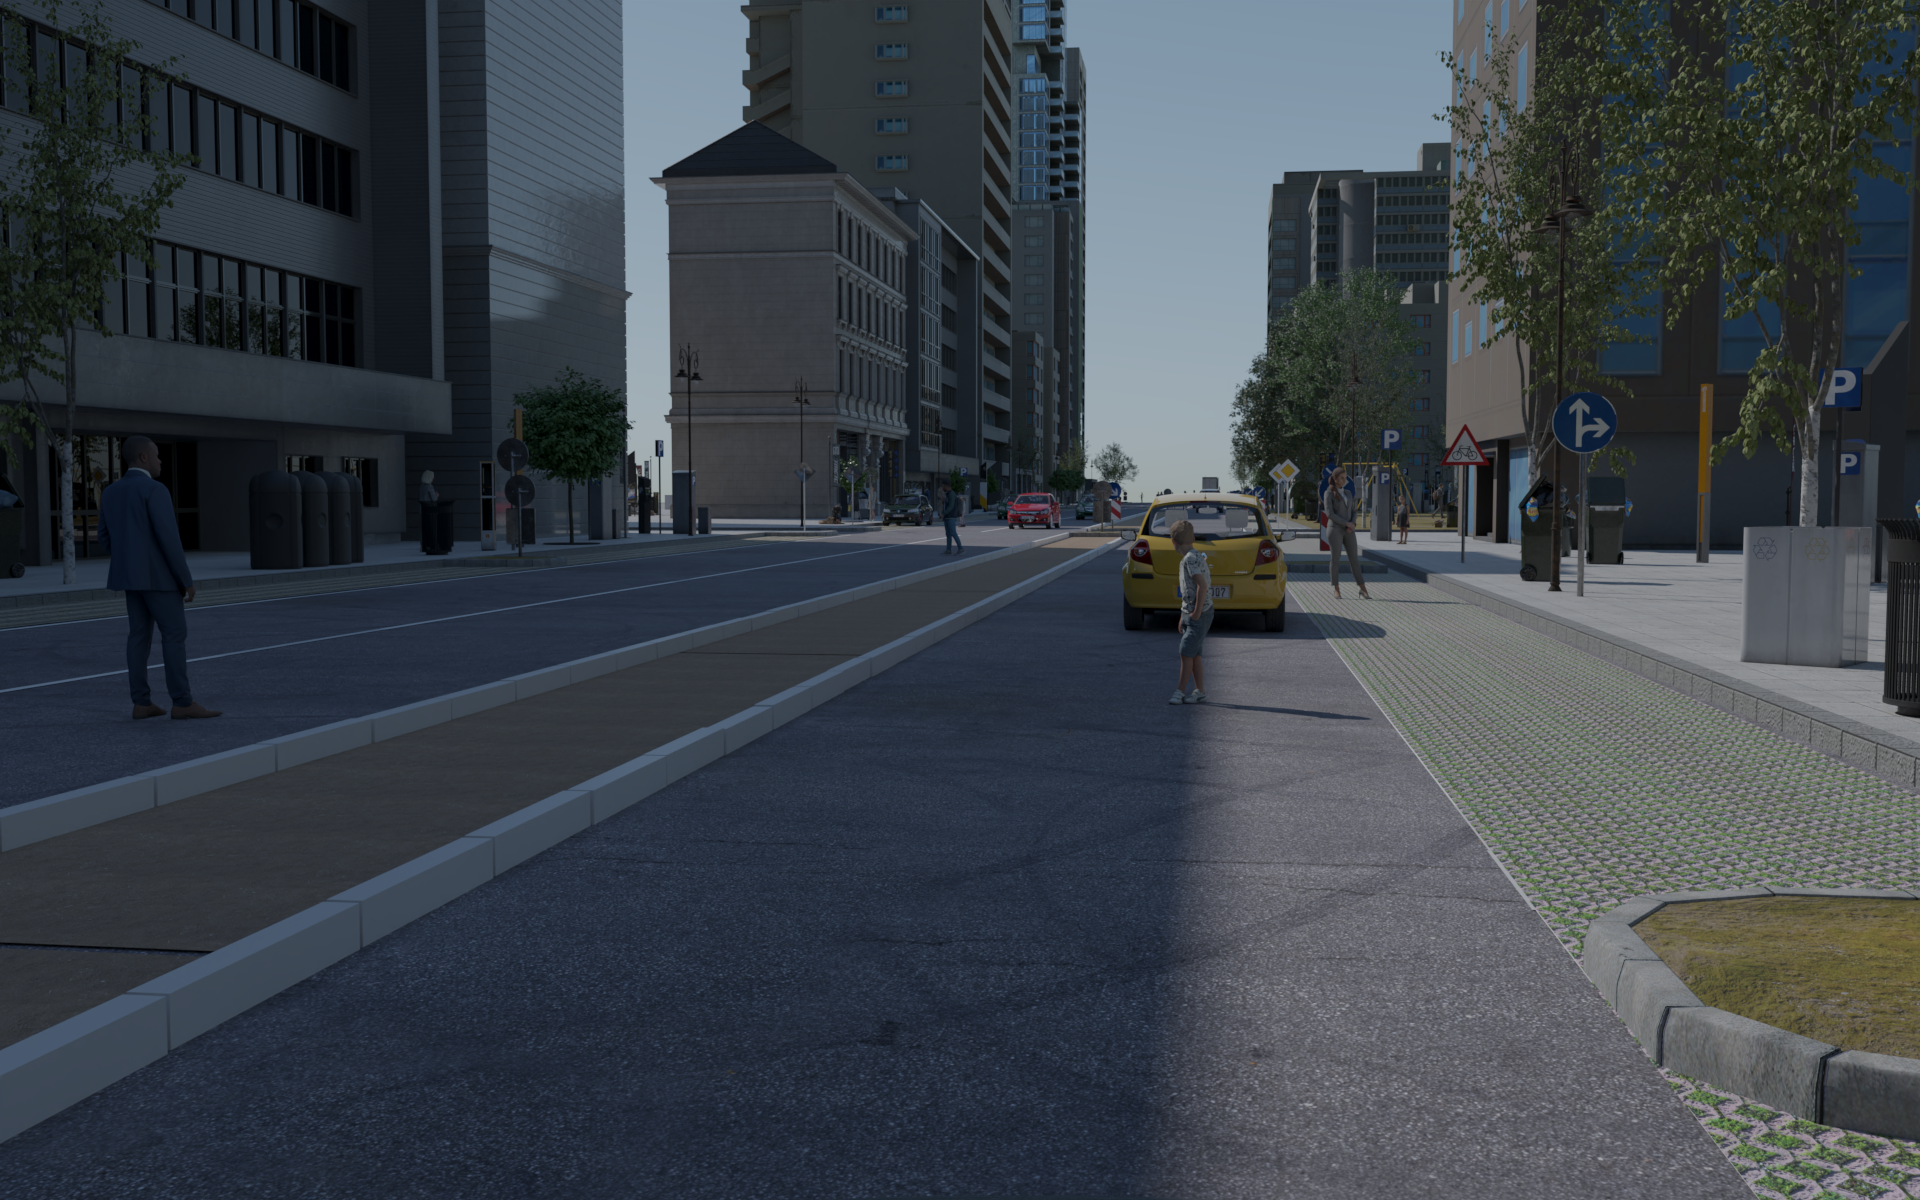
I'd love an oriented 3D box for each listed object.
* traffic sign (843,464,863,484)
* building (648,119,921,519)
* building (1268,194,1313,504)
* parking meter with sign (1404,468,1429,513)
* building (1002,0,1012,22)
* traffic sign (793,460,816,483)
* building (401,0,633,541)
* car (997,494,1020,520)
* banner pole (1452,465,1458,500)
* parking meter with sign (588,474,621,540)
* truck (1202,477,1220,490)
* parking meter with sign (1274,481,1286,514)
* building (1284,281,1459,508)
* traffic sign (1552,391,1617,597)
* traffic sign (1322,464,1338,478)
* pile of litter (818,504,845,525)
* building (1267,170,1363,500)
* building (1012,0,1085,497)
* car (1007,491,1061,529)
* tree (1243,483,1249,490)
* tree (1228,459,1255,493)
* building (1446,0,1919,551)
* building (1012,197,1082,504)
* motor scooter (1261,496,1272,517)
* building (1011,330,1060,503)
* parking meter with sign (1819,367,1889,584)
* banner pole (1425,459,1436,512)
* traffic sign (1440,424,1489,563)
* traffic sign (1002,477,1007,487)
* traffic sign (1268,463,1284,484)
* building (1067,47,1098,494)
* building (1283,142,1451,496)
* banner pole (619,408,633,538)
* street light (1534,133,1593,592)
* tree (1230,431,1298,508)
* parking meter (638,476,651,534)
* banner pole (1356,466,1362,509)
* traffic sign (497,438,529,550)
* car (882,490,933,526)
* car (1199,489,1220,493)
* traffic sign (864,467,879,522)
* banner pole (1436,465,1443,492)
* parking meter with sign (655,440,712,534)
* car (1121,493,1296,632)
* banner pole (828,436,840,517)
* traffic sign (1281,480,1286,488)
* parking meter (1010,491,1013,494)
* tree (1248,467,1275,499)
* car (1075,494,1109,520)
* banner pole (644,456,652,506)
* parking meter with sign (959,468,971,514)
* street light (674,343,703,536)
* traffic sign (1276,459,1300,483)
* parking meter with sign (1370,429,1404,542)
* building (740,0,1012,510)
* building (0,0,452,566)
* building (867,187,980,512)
[{"bbox_3d":[-4.173,-3.975,67.184,0.795,2.593,0.064,1,4,8],"label":"traffic sign"},{"bbox_3d":[-10.653,-14.688,91.066,10.553,20.767,40.483,1,4,8],"label":"building"},{"bbox_3d":[49.612,-33.884,237.604,14.154,41.232,14.086,1,4,8],"label":"building"},{"bbox_3d":[30.846,-7.394,117.155,1.738,3.016,0.543,-1,4,-16],"label":"parking meter with sign"},{"bbox_3d":[-3.280,-44.988,173.813,20.563,71.187,20.611,1,4,8],"label":"building"},{"bbox_3d":[-5.334,-3.492,59.283,0.795,2.593,0.064,1,4,8],"label":"traffic sign"},{"bbox_3d":[-26.374,-16.884,53.550,29.804,29.767,11.434,1,4,8],"label":"building"},{"bbox_3d":[3.213,-5.292,98.322,2.131,1.459,4.920,1,4,8],"label":"car"},{"bbox_3d":[27.521,-6.507,96.401,0.401,3.779,0.863,3,5,40],"label":"banner pole"},{"bbox_3d":[-10.066,-3.202,48.621,0.543,3.016,1.738,1,4,12],"label":"parking meter with sign"},{"bbox_3d":[41.897,-18.374,289.321,2.839,4.237,11.283,1,4,10],"label":"truck"},{"bbox_3d":[21.091,-7.222,114.337,0.543,3.016,1.738,2,4,27],"label":"parking meter with sign"},{"bbox_3d":[46.572,-19.936,170.993,27.650,21.520,28.899,1,4,8],"label":"building"},{"bbox_3d":[7.767,-1.315,21.608,0.768,2.556,0.104,1,4,13],"label":"traffic sign"},{"bbox_3d":[15.721,-4.483,73.408,0.768,2.556,0.104,1,4,17],"label":"traffic sign"},{"bbox_3d":[-5.471,-3.652,73.670,1.176,0.858,1.719,0,4,2],"label":"pile of litter"},{"bbox_3d":[56.201,-38.576,254.416,21.300,48.544,21.600,1,4,8],"label":"building"},{"bbox_3d":[7.951,-57.812,257.892,22.319,86.520,31.000,1,4,8],"label":"building"},{"bbox_3d":[3.115,-3.859,72.142,2.155,1.783,4.494,1,4,10],"label":"car"},{"bbox_3d":[48.690,-18.286,293.580,1.663,3.219,1.824,0,3,0],"label":"tree"},{"bbox_3d":[46.651,-20.617,287.452,4.360,8.622,3.978,0,3,0],"label":"tree"},{"bbox_3d":[20.797,-24.106,44.248,14.600,45.320,14.200,1,4,8],"label":"building"},{"bbox_3d":[8.977,-33.744,235.300,14.154,41.232,14.086,1,4,8],"label":"building"},{"bbox_3d":[17.190,-5.186,97.569,0.815,1.314,1.986,0,4,8],"label":"motor scooter"},{"bbox_3d":[-3.576,-21.731,200.345,27.650,21.520,28.899,1,4,8],"label":"building"},{"bbox_3d":[12.717,-1.730,24.539,0.543,3.016,1.738,3,5,44],"label":"parking meter with sign"},{"bbox_3d":[33.816,-8.273,125.284,0.401,3.779,0.863,-1,4,-14],"label":"banner pole"},{"bbox_3d":[9.367,-1.969,32.193,0.884,2.594,0.081,1,4,11],"label":"traffic sign"},{"bbox_3d":[3.212,-8.105,132.619,0.768,2.556,0.104,1,4,16],"label":"traffic sign"},{"bbox_3d":[11.946,-3.830,64.803,0.795,2.593,0.064,1,4,8],"label":"traffic sign"},{"bbox_3d":[12.214,-51.714,283.769,20.563,71.187,20.611,1,4,8],"label":"building"},{"bbox_3d":[52.527,-30.847,196.229,32.217,40.220,23.993,1,4,8],"label":"building"},{"bbox_3d":[-9.828,-3.699,50.495,0.401,3.779,0.863,-2,4,-24],"label":"banner pole"},{"bbox_3d":[7.847,-3.051,22.665,0.468,5.910,1.993,1,4,8],"label":"street light"},{"bbox_3d":[27.800,-13.465,154.561,8.767,10.594,7.601,2,4,29],"label":"tree"},{"bbox_3d":[-10.226,-3.084,56.134,0.399,1.863,0.255,3,5,41],"label":"parking meter"},{"bbox_3d":[31.529,-8.970,136.670,0.401,3.779,0.863,-3,4,-36],"label":"banner pole"},{"bbox_3d":[-10.179,-2.403,39.390,0.768,2.556,0.104,1,4,10],"label":"traffic sign"},{"bbox_3d":[-2.357,-4.184,78.202,2.009,1.686,4.222,1,4,10],"label":"car"},{"bbox_3d":[19.126,-7.571,132.458,2.281,1.827,5.304,1,4,10],"label":"car"},{"bbox_3d":[-4.172,-4.939,80.854,0.768,2.556,0.104,1,4,12],"label":"traffic sign"},{"bbox_3d":[36.536,-8.680,131.931,0.401,3.779,0.863,-3,5,-41],"label":"banner pole"},{"bbox_3d":[-8.874,-3.637,55.727,1.738,3.016,0.543,1,4,11],"label":"parking meter with sign"},{"bbox_3d":[2.783,-0.569,19.527,2.015,1.641,3.980,1,4,9],"label":"car"},{"bbox_3d":[-5.516,-5.231,75.548,0.401,3.779,0.863,3,5,40],"label":"banner pole"},{"bbox_3d":[23.476,-7.602,126.418,0.606,2.300,0.079,1,4,9],"label":"traffic sign"},{"bbox_3d":[4.159,-8.124,141.238,0.372,1.533,0.369,0,3,0],"label":"parking meter"},{"bbox_3d":[30.521,-11.566,172.823,4.285,4.588,4.351,0,3,0],"label":"tree"},{"bbox_3d":[7.533,-5.215,97.063,2.131,1.459,4.920,1,4,9],"label":"car"},{"bbox_3d":[-20.470,-7.573,113.840,0.863,3.779,0.401,3,4,37],"label":"banner pole"},{"bbox_3d":[0.390,-7.176,113.595,0.543,3.016,1.738,-1,4,-12],"label":"parking meter with sign"},{"bbox_3d":[-8.267,-4.905,52.985,0.468,5.910,1.993,1,4,8],"label":"street light"},{"bbox_3d":[10.785,-3.346,56.902,0.795,2.593,0.064,1,4,8],"label":"traffic sign"},{"bbox_3d":[11.593,-3.130,47.430,0.543,3.016,1.738,0,4,1],"label":"parking meter with sign"},{"bbox_3d":[-7.197,-32.420,153.771,21.300,48.544,21.600,1,4,8],"label":"building"},{"bbox_3d":[-22.021,-12.930,30.466,14.314,24.678,30.058,1,4,8],"label":"building"},{"bbox_3d":[-7.581,-18.786,126.215,14.314,24.678,30.058,1,4,8],"label":"building"}]
